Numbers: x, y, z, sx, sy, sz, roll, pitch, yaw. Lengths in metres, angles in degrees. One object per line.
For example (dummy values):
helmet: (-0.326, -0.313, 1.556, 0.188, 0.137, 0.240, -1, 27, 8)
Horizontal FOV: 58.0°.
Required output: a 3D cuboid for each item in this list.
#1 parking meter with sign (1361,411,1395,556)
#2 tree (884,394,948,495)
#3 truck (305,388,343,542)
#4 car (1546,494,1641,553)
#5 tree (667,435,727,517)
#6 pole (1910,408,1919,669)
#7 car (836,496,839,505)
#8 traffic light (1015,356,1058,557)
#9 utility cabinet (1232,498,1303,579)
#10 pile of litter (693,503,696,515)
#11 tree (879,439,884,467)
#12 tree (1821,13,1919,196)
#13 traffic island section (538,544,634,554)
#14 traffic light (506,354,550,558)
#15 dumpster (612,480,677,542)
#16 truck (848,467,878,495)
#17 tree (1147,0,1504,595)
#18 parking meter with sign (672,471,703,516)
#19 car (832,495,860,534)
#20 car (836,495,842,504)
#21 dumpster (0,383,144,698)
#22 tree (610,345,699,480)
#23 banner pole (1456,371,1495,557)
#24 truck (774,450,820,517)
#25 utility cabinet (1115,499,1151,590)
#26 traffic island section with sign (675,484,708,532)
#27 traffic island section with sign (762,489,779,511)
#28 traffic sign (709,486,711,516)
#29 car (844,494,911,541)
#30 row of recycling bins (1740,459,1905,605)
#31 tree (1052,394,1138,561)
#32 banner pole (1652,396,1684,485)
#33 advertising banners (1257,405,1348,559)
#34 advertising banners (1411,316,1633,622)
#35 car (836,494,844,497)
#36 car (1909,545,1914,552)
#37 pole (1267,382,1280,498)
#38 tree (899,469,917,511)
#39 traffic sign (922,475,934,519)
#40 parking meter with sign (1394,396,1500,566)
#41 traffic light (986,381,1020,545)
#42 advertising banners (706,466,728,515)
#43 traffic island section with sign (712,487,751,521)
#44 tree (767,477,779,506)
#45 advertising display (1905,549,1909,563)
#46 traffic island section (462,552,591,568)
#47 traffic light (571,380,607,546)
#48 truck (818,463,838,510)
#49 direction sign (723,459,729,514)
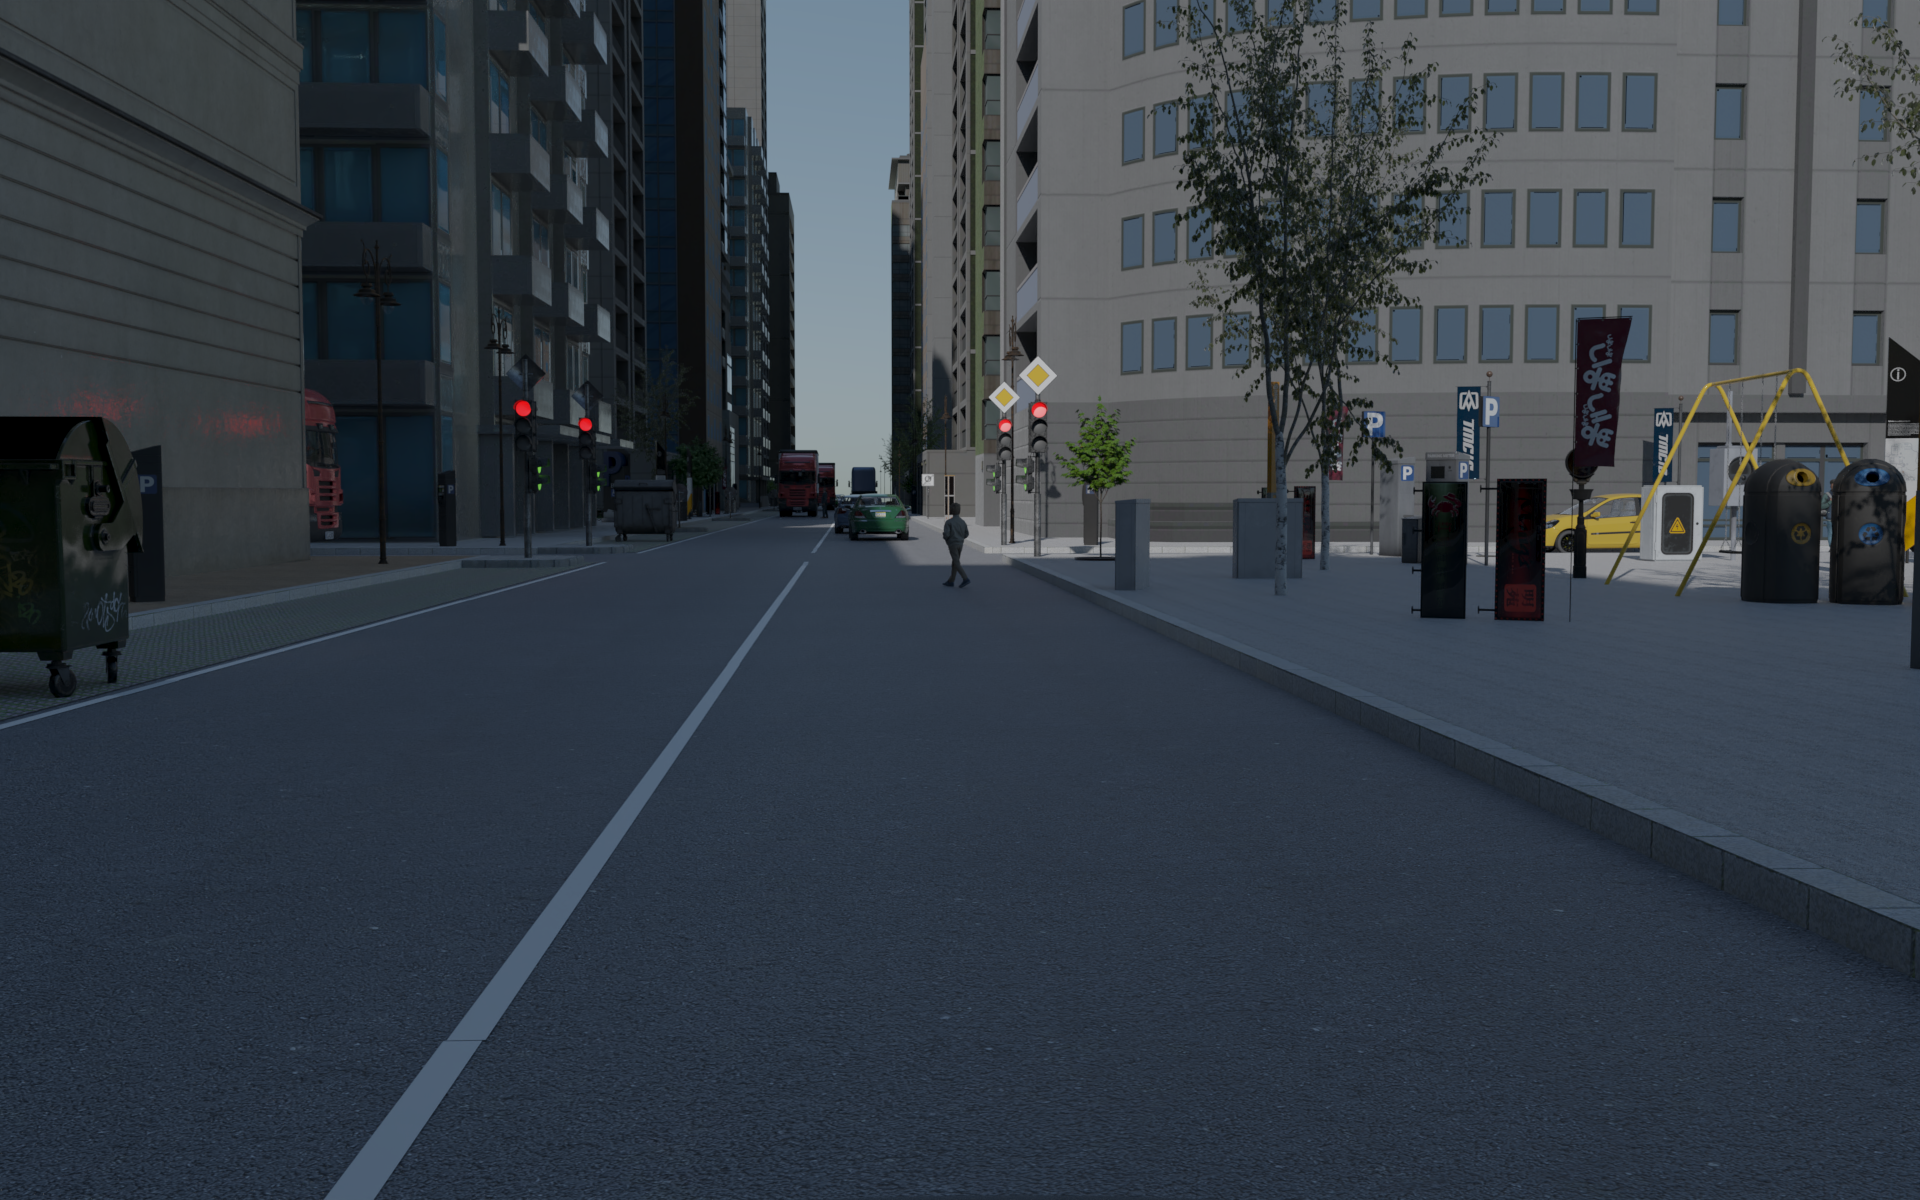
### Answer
parking meter with sign: (9.011, -2.415, 35.743, 0.543, 3.016, 1.738, -1, 4, -22)
tree: (-2.903, -10.777, 126.562, 4.737, 8.622, 4.395, 0, 3, 0)
truck: (-18.748, -2.981, 37.648, 11.283, 4.237, 2.839, 0, 4, -2)
car: (15.512, -1.919, 41.604, 3.980, 1.641, 2.015, 0, 4, -2)
tree: (-14.633, -6.898, 96.491, 4.285, 4.588, 4.351, 0, 3, 0)
pole: (7.093, -1.147, 12.603, 0.158, 3.312, 0.155, 0, 3, 0)
car: (-13.878, -10.759, 184.712, 1.959, 1.807, 4.718, 0, 4, -4)
traffic light: (1.566, -2.841, 35.375, 0.839, 4.253, 0.868, 0, 4, -3)
utility cabinet: (4.689, -0.933, 26.422, 1.020, 1.237, 0.306, 0, 4, -6)
pile of litter: (-16.098, -5.515, 104.136, 1.719, 0.858, 1.176, -1, 4, -12)
tree: (-7.838, -15.900, 210.328, 4.737, 8.622, 4.395, 0, 3, 0)
tree: (10.378, -3.982, 15.469, 4.360, 8.622, 3.978, 0, 3, 0)
traffic island section: (-9.198, -1.258, 42.844, 2.009, 0.180, 2.903, 0, 4, -3)
traffic light: (-8.675, -2.802, 34.741, 0.839, 4.253, 0.868, 0, 4, -3)
dumpster: (-9.458, -2.683, 52.084, 1.865, 1.857, 1.264, 0, 4, -3)
truck: (-9.046, -10.756, 165.623, 2.967, 4.110, 18.799, 0, 4, -5)
tree: (4.189, -4.353, 21.529, 4.360, 8.622, 3.978, 0, 3, 0)
parking meter with sign: (-15.716, -6.333, 99.799, 1.738, 3.016, 0.543, 0, 4, -8)
car: (-3.733, -3.187, 64.114, 2.014, 1.417, 4.499, 0, 4, -2)
car: (-14.691, -11.708, 203.779, 2.083, 1.381, 4.827, 0, 4, -3)
dumpster: (-7.128, -0.458, 12.433, 1.985, 2.255, 1.502, 0, 4, -5)
tree: (-14.874, -8.211, 84.607, 4.360, 8.622, 3.978, 0, 3, 0)
banner pole: (10.541, -2.774, 35.377, 0.863, 3.779, 0.401, 1, 4, 13)
truck: (-10.416, -7.532, 112.055, 2.839, 4.237, 11.283, 0, 4, -4)
utility cabinet: (2.340, -0.757, 23.533, 0.306, 1.237, 1.020, 1, 4, 17)
traffic island section with sign: (-10.575, -3.473, 65.418, 1.989, 1.847, 2.006, 0, 4, -3)
traffic island section with sign: (-15.255, -8.202, 142.722, 1.989, 1.847, 2.006, 0, 4, -3)
traffic sign: (-14.287, -6.045, 98.941, 0.768, 2.556, 0.104, 0, 4, 4)
car: (-2.593, -2.630, 54.791, 2.131, 1.459, 4.920, 0, 4, -5)
row of recycling bins: (11.008, -0.795, 20.104, 3.534, 1.692, 1.069, 2, 4, 24)
tree: (2.606, -2.385, 33.596, 1.663, 3.219, 1.824, 0, 3, 0)
banner pole: (18.115, -3.315, 44.222, 0.863, 3.779, 0.401, 1, 4, 21)
advertising banners: (6.740, -2.311, 33.965, 2.074, 3.025, 0.090, -1, 4, -22)
advertising banners: (5.644, -1.302, 17.484, 2.074, 3.025, 0.090, 2, 4, 24)
car: (-16.735, -13.998, 240.866, 2.014, 1.417, 4.499, 0, 4, -4)
car: (24.476, -1.922, 40.106, 5.304, 1.827, 2.281, 0, 4, -4)
pole: (5.698, -2.306, 31.546, 0.158, 3.312, 0.155, 0, 3, 0)
tree: (-3.690, -8.481, 133.266, 1.663, 3.219, 1.824, 0, 3, 0)
traffic sign: (-1.640, -5.305, 88.868, 0.606, 2.300, 0.079, 0, 3, 0)
parking meter with sign: (8.888, -2.161, 31.586, 0.543, 3.016, 1.738, -3, 5, -42)
traffic light: (1.084, -3.329, 43.345, 0.839, 4.253, 0.868, 0, 4, -3)
advertising banners: (-15.214, -6.864, 108.407, 0.090, 3.025, 2.074, 2, 4, 33)
traffic island section with sign: (-12.227, -5.137, 92.612, 1.989, 1.847, 2.006, 0, 4, -3)
tree: (-21.925, -12.613, 200.830, 1.663, 3.219, 1.824, 0, 3, 0)
advertising display: (17.876, -1.624, 31.773, 0.974, 1.923, 0.123, 3, 4, 38)
traffic island section: (-8.716, -0.770, 34.873, 2.009, 0.180, 2.903, 0, 4, -3)
traffic light: (-9.158, -3.290, 42.711, 0.839, 4.253, 0.868, 0, 4, -3)
truck: (-12.524, -10.234, 156.244, 2.839, 4.237, 11.283, 0, 4, -5)
direction sign: (-15.124, -7.330, 111.845, 0.379, 3.537, 0.876, -1, 4, -15)
